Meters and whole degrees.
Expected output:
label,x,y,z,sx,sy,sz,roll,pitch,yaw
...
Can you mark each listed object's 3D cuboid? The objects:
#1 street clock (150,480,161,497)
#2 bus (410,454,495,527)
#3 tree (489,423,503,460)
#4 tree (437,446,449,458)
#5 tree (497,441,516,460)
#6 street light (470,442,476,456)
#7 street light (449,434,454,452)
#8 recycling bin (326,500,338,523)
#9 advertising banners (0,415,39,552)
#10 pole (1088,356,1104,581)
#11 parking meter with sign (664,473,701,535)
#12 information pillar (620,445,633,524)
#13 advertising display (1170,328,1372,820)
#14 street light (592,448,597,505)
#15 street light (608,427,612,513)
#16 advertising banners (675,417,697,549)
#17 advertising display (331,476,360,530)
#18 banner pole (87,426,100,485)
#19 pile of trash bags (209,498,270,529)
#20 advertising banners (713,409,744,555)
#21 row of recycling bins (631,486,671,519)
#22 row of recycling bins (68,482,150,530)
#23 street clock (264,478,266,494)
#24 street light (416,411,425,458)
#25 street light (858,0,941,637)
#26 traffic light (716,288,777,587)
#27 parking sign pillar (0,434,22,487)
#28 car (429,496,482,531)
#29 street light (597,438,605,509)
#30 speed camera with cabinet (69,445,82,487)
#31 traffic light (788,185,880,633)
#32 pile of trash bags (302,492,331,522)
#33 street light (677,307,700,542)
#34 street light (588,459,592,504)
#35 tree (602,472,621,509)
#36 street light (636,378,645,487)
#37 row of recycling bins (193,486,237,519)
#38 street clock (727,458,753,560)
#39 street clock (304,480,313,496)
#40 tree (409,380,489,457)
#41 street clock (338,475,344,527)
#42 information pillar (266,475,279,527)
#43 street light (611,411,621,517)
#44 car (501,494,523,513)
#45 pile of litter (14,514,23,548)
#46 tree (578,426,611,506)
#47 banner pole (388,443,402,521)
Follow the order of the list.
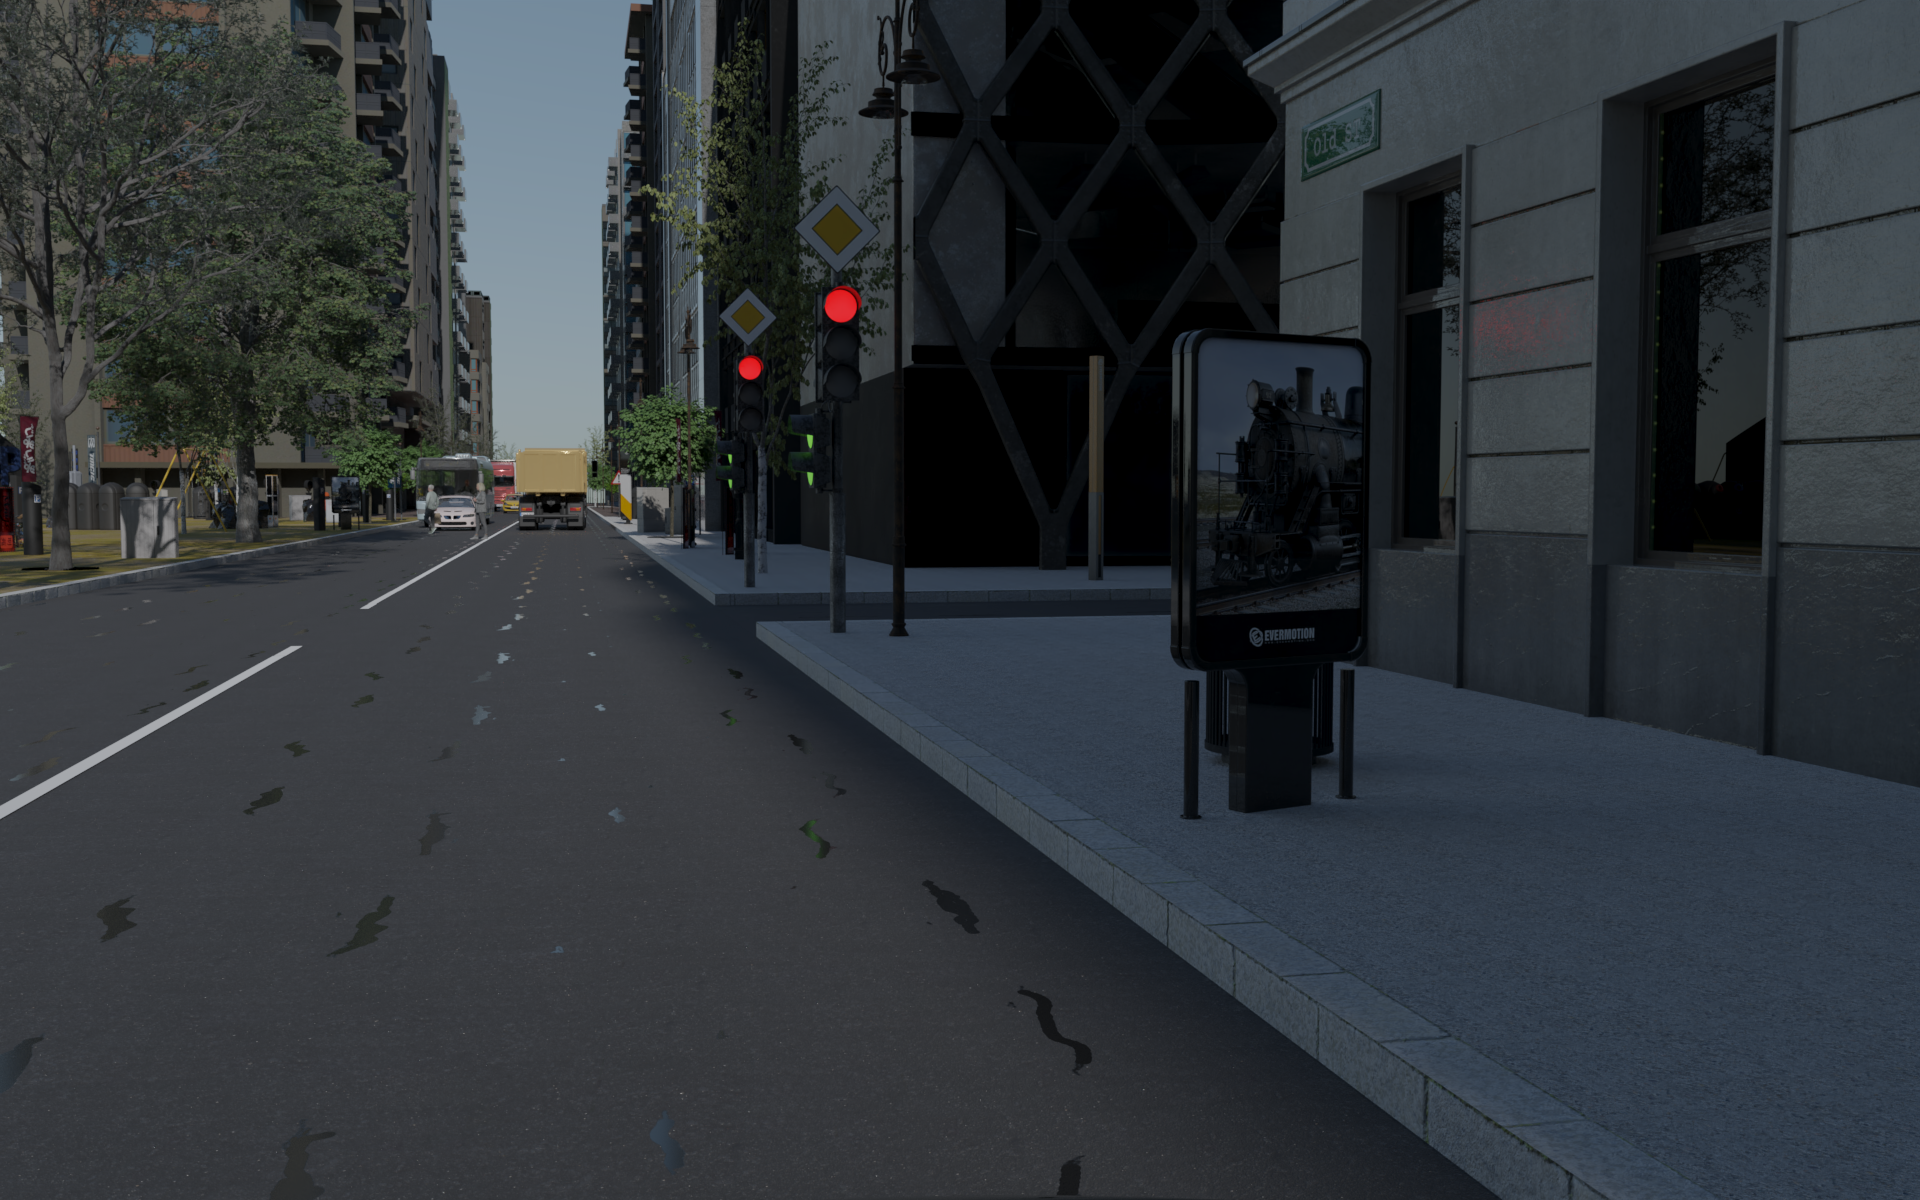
label,x,y,z,sx,sy,sz,roll,pitch,yaw
street clock,-42.366,-5.300,91.224,0.471,2.002,0.358,1,4,13
bus,-22.832,-5.127,78.678,2.948,3.499,13.247,-1,4,-12
tree,-46.961,-13.437,170.064,4.360,8.622,3.978,0,3,0
tree,-31.235,-7.181,101.125,4.285,4.588,4.351,0,3,0
tree,-63.126,-17.864,242.437,4.737,8.622,4.395,0,3,0
street light,-42.200,-10.840,150.021,0.468,5.910,1.993,-1,4,-13
street light,-36.052,-9.190,123.042,0.468,5.910,1.993,-1,4,-13
recycling bin,-28.106,-3.995,77.872,0.722,1.027,0.722,-1,4,-17
advertising banners,-21.055,-2.562,38.073,0.090,3.025,2.074,1,4,19
pole,2.021,-1.947,25.676,0.158,3.312,0.155,0,3,0
parking meter with sign,-8.753,-3.589,54.938,0.543,3.016,1.738,-3,5,-45
information pillar,-14.168,-5.024,73.504,0.504,3.616,0.183,1,4,22
advertising display,1.270,-0.111,7.032,0.974,1.923,0.123,-2,4,-32
street light,-35.898,-12.144,171.344,0.468,5.910,1.993,-1,4,-13
street light,-23.491,-8.805,116.753,0.468,5.910,1.993,-1,4,-13
advertising banners,-6.441,-2.720,40.655,0.090,3.025,2.074,0,4,3
advertising display,-22.025,-3.480,62.112,0.974,1.923,0.123,-1,4,-13
banner pole,-32.114,-4.544,64.313,0.863,3.779,0.401,2,4,29
pile of trash bags,-26.546,-3.322,64.073,1.912,1.369,3.447,-2,4,-33
advertising banners,-4.877,-2.477,36.687,0.090,3.025,2.074,1,4,11
row of recycling bins,-15.658,-4.921,87.567,1.069,1.692,3.534,-2,4,-35
row of recycling bins,-30.585,-3.346,61.825,3.534,1.692,1.069,1,4,10
street clock,-30.049,-4.328,75.336,0.358,2.002,0.471,0,4,6
street light,-29.968,-7.557,96.352,0.468,5.910,1.993,-1,4,-13
street light,-0.553,-2.612,15.491,0.468,5.910,1.993,-1,4,-13
traffic light,-2.916,-2.129,23.734,0.839,4.253,0.868,-1,4,-13
parking sign pillar,-38.860,-5.033,70.761,1.447,3.967,1.447,1,4,18
car,-20.107,-3.469,69.084,2.083,1.381,4.827,-1,4,-13
street light,-29.664,-10.468,143.935,0.468,5.910,1.993,-1,4,-13
speed camera with cabinet,-36.027,-4.693,71.060,0.660,3.252,2.038,1,4,8
traffic light,-1.150,-1.653,15.946,0.839,4.253,0.868,-1,4,-13
pile of trash bags,-30.145,-4.423,82.066,1.912,1.369,3.447,-1,4,-18
street light,-6.694,-4.282,42.806,0.468,5.910,1.993,-1,4,-13
street light,-42.245,-13.842,199.098,0.468,5.910,1.993,-1,4,-13
tree,-29.467,-9.371,147.810,1.663,3.219,1.824,0,3,0
street light,-12.742,-5.898,69.227,0.468,5.910,1.993,-1,4,-13
row of recycling bins,-38.460,-5.057,89.795,1.069,1.692,3.534,1,4,14
street clock,-4.309,-1.795,33.918,0.471,2.002,0.358,0,4,3
street clock,-34.316,-5.304,91.287,0.358,2.002,0.471,1,4,19
tree,-33.482,-9.918,112.515,4.360,8.622,3.978,0,3,0
street clock,-23.903,-3.813,66.906,0.471,2.002,0.358,1,4,23
information pillar,-26.522,-3.810,66.785,0.304,2.012,0.304,1,4,17
street light,-18.881,-7.535,95.988,0.468,5.910,1.993,-1,4,-13
car,-33.281,-7.298,129.539,2.015,1.641,3.980,-1,4,-13
pile of litter,-22.894,-1.704,41.824,1.176,0.858,1.719,0,4,0
tree,-38.419,-14.154,181.786,4.737,8.622,4.395,0,3,0
banner pole,-27.517,-5.779,84.508,0.863,3.779,0.401,-2,4,-32
